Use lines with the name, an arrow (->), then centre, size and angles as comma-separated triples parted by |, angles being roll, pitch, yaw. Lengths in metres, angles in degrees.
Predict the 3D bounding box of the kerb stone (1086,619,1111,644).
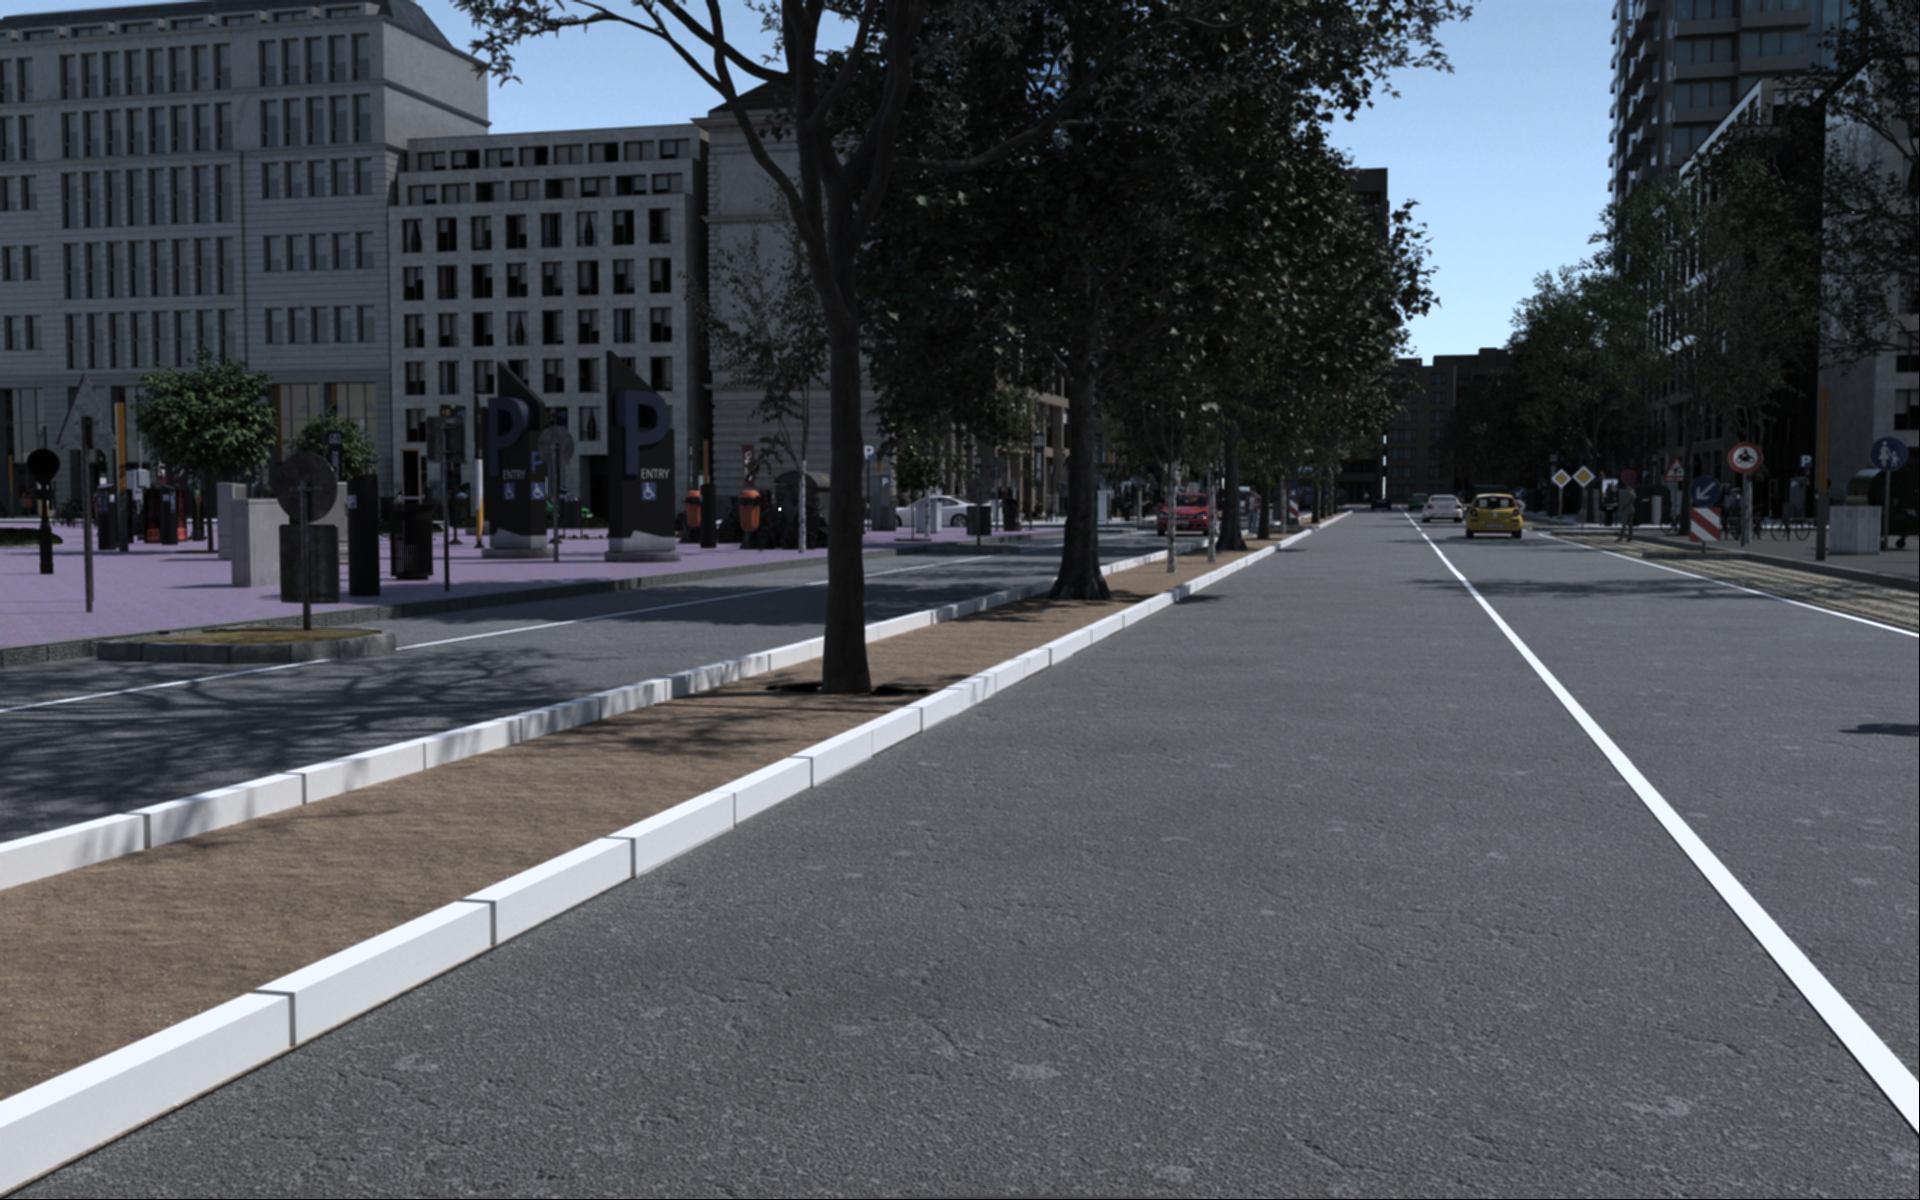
kerb stone -> 1.311, 0.324, 16.919 | 0.120, 0.150, 1.000 | 1, 4, 14

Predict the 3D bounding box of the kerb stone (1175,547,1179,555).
kerb stone -> 4.924, -1.108, 40.305 | 0.120, 0.150, 1.000 | 1, 4, 14

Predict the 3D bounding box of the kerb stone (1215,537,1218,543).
kerb stone -> 7.157, -1.655, 49.249 | 0.120, 0.150, 1.000 | 1, 4, 14

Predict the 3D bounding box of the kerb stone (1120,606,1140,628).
kerb stone -> 1.805, 0.201, 18.908 | 0.120, 0.150, 1.000 | 1, 4, 14

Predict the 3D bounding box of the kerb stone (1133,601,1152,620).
kerb stone -> 2.046, 0.142, 19.901 | 0.120, 0.150, 1.000 | 1, 4, 14

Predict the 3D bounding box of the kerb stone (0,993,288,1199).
kerb stone -> -1.900, 1.120, 3.975 | 0.120, 0.150, 1.000 | 1, 4, 14

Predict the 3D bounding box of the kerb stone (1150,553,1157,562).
kerb stone -> 3.949, -0.861, 36.321 | 0.120, 0.150, 1.000 | 1, 4, 14

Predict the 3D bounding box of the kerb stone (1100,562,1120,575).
kerb stone -> 2.710, -0.555, 31.341 | 0.120, 0.150, 1.000 | 1, 4, 14

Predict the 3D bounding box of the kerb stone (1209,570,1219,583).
kerb stone -> 4.023, -0.347, 27.867 | 0.120, 0.150, 1.000 | 1, 4, 14

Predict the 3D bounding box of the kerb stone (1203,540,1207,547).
kerb stone -> 6.419, -1.472, 46.268 | 0.120, 0.150, 1.000 | 1, 4, 14

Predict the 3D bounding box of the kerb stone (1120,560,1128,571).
kerb stone -> 2.963, -0.620, 32.336 | 0.120, 0.150, 1.000 | 1, 4, 14

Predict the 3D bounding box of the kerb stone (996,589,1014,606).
kerb stone -> 0.499, -0.011, 22.386 | 0.120, 0.150, 1.000 | 1, 4, 14

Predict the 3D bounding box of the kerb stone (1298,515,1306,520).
kerb stone -> 19.863, -4.794, 100.576 | 0.120, 0.150, 1.000 | 1, 4, 14

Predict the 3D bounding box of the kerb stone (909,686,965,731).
kerb stone -> -0.164, 0.692, 10.942 | 0.120, 0.150, 1.000 | 1, 4, 14

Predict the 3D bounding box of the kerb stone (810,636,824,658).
kerb stone -> -1.223, 0.414, 15.422 | 0.120, 0.150, 1.000 | 1, 4, 14

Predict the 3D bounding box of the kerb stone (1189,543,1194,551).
kerb stone -> 5.678, -1.287, 43.280 | 0.120, 0.150, 1.000 | 1, 4, 14

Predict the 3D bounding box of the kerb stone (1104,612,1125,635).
kerb stone -> 1.552, 0.264, 17.918 | 0.120, 0.150, 1.000 | 1, 4, 14

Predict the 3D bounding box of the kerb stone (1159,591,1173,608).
kerb stone -> 2.536, 0.024, 21.896 | 0.120, 0.150, 1.000 | 1, 4, 14

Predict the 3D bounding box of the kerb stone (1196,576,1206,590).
kerb stone -> 3.530, -0.225, 25.872 | 0.120, 0.150, 1.000 | 1, 4, 14

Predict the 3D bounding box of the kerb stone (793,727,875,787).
kerb stone -> -0.656, 0.810, 8.951 | 0.120, 0.150, 1.000 | 1, 4, 14

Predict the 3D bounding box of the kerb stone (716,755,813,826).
kerb stone -> -0.906, 0.874, 7.956 | 0.120, 0.150, 1.000 | 1, 4, 14

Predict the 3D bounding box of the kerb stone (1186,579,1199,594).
kerb stone -> 3.281, -0.164, 24.880 | 0.120, 0.150, 1.000 | 1, 4, 14

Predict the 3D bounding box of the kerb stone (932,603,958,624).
kerb stone -> -0.231, 0.171, 19.400 | 0.120, 0.150, 1.000 | 1, 4, 14

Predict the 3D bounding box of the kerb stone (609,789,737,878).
kerb stone -> -1.149, 0.932, 6.961 | 0.120, 0.150, 1.000 | 1, 4, 14

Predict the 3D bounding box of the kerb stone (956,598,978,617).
kerb stone -> 0.004, 0.113, 20.399 | 0.120, 0.150, 1.000 | 1, 4, 14

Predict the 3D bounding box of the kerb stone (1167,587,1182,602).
kerb stone -> 2.782, -0.043, 22.894 | 0.120, 0.150, 1.000 | 1, 4, 14

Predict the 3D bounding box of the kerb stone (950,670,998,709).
kerb stone -> 0.077, 0.628, 11.935 | 0.120, 0.150, 1.000 | 1, 4, 14

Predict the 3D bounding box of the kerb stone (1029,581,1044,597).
kerb stone -> 0.988, -0.133, 24.371 | 0.120, 0.150, 1.000 | 1, 4, 14

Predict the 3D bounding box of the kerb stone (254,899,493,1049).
kerb stone -> -1.653, 1.056, 4.967 | 0.120, 0.150, 1.000 | 1, 4, 14

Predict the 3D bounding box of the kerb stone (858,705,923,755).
kerb stone -> -0.416, 0.753, 9.945 | 0.120, 0.150, 1.000 | 1, 4, 14

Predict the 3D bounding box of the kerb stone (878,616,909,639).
kerb stone -> -0.731, 0.293, 17.412 | 0.120, 0.150, 1.000 | 1, 4, 14

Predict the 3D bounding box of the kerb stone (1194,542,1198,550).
kerb stone -> 5.919, -1.351, 44.286 | 0.120, 0.150, 1.000 | 1, 4, 14

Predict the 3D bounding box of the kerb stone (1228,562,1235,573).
kerb stone -> 4.753, -0.529, 30.845 | 0.120, 0.150, 1.000 | 1, 4, 14

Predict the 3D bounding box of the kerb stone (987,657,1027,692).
kerb stone -> 0.321, 0.567, 12.930 | 0.120, 0.150, 1.000 | 1, 4, 14

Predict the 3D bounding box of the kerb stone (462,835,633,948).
kerb stone -> -1.402, 0.993, 5.964 | 0.120, 0.150, 1.000 | 1, 4, 14

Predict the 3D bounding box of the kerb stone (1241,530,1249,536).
kerb stone -> 10.103, -2.385, 61.188 | 0.120, 0.150, 1.000 | 1, 4, 14

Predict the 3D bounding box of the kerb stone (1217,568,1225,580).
kerb stone -> 4.267, -0.398, 28.860 | 0.120, 0.150, 1.000 | 1, 4, 14

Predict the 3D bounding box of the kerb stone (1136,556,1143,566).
kerb stone -> 3.456, -0.741, 34.338 | 0.120, 0.150, 1.000 | 1, 4, 14

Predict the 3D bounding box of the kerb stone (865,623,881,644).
kerb stone -> -0.973, 0.354, 16.420 | 0.120, 0.150, 1.000 | 1, 4, 14

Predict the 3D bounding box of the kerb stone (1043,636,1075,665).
kerb stone -> 0.824, 0.445, 14.929 | 0.120, 0.150, 1.000 | 1, 4, 14

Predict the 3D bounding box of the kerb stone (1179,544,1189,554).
kerb stone -> 5.423, -1.229, 42.288 | 0.120, 0.150, 1.000 | 1, 4, 14

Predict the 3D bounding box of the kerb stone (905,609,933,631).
kerb stone -> -0.494, 0.232, 18.407 | 0.120, 0.150, 1.000 | 1, 4, 14

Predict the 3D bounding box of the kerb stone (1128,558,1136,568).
kerb stone -> 3.211, -0.681, 33.327 | 0.120, 0.150, 1.000 | 1, 4, 14

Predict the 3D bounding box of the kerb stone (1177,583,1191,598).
kerb stone -> 3.033, -0.104, 23.889 | 0.120, 0.150, 1.000 | 1, 4, 14

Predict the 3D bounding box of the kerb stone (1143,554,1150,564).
kerb stone -> 3.704, -0.803, 35.329 | 0.120, 0.150, 1.000 | 1, 4, 14

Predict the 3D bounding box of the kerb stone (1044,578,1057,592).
kerb stone -> 1.236, -0.192, 25.372 | 0.120, 0.150, 1.000 | 1, 4, 14

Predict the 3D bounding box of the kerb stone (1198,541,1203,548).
kerb stone -> 6.162, -1.411, 45.278 | 0.120, 0.150, 1.000 | 1, 4, 14

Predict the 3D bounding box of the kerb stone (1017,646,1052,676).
kerb stone -> 0.564, 0.508, 13.928 | 0.120, 0.150, 1.000 | 1, 4, 14

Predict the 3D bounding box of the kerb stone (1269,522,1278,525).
kerb stone -> 13.691, -3.265, 75.654 | 0.120, 0.150, 1.000 | 1, 4, 14

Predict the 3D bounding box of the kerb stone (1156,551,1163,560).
kerb stone -> 4.202, -0.925, 37.312 | 0.120, 0.150, 1.000 | 1, 4, 14

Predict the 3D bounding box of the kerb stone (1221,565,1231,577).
kerb stone -> 4.515, -0.464, 29.851 | 0.120, 0.150, 1.000 | 1, 4, 14

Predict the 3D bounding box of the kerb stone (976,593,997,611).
kerb stone -> 0.259, 0.049, 21.389 | 0.120, 0.150, 1.000 | 1, 4, 14

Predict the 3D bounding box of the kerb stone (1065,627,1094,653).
kerb stone -> 1.064, 0.385, 15.927 | 0.120, 0.150, 1.000 | 1, 4, 14

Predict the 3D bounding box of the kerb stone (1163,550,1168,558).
kerb stone -> 4.442, -0.986, 38.318 | 0.120, 0.150, 1.000 | 1, 4, 14

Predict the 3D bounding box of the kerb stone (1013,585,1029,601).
kerb stone -> 0.740, -0.072, 23.379 | 0.120, 0.150, 1.000 | 1, 4, 14

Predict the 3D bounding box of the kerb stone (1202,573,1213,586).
kerb stone -> 3.773, -0.286, 26.867 | 0.120, 0.150, 1.000 | 1, 4, 14

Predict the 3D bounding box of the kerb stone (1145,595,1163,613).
kerb stone -> 2.293, 0.080, 20.900 | 0.120, 0.150, 1.000 | 1, 4, 14
